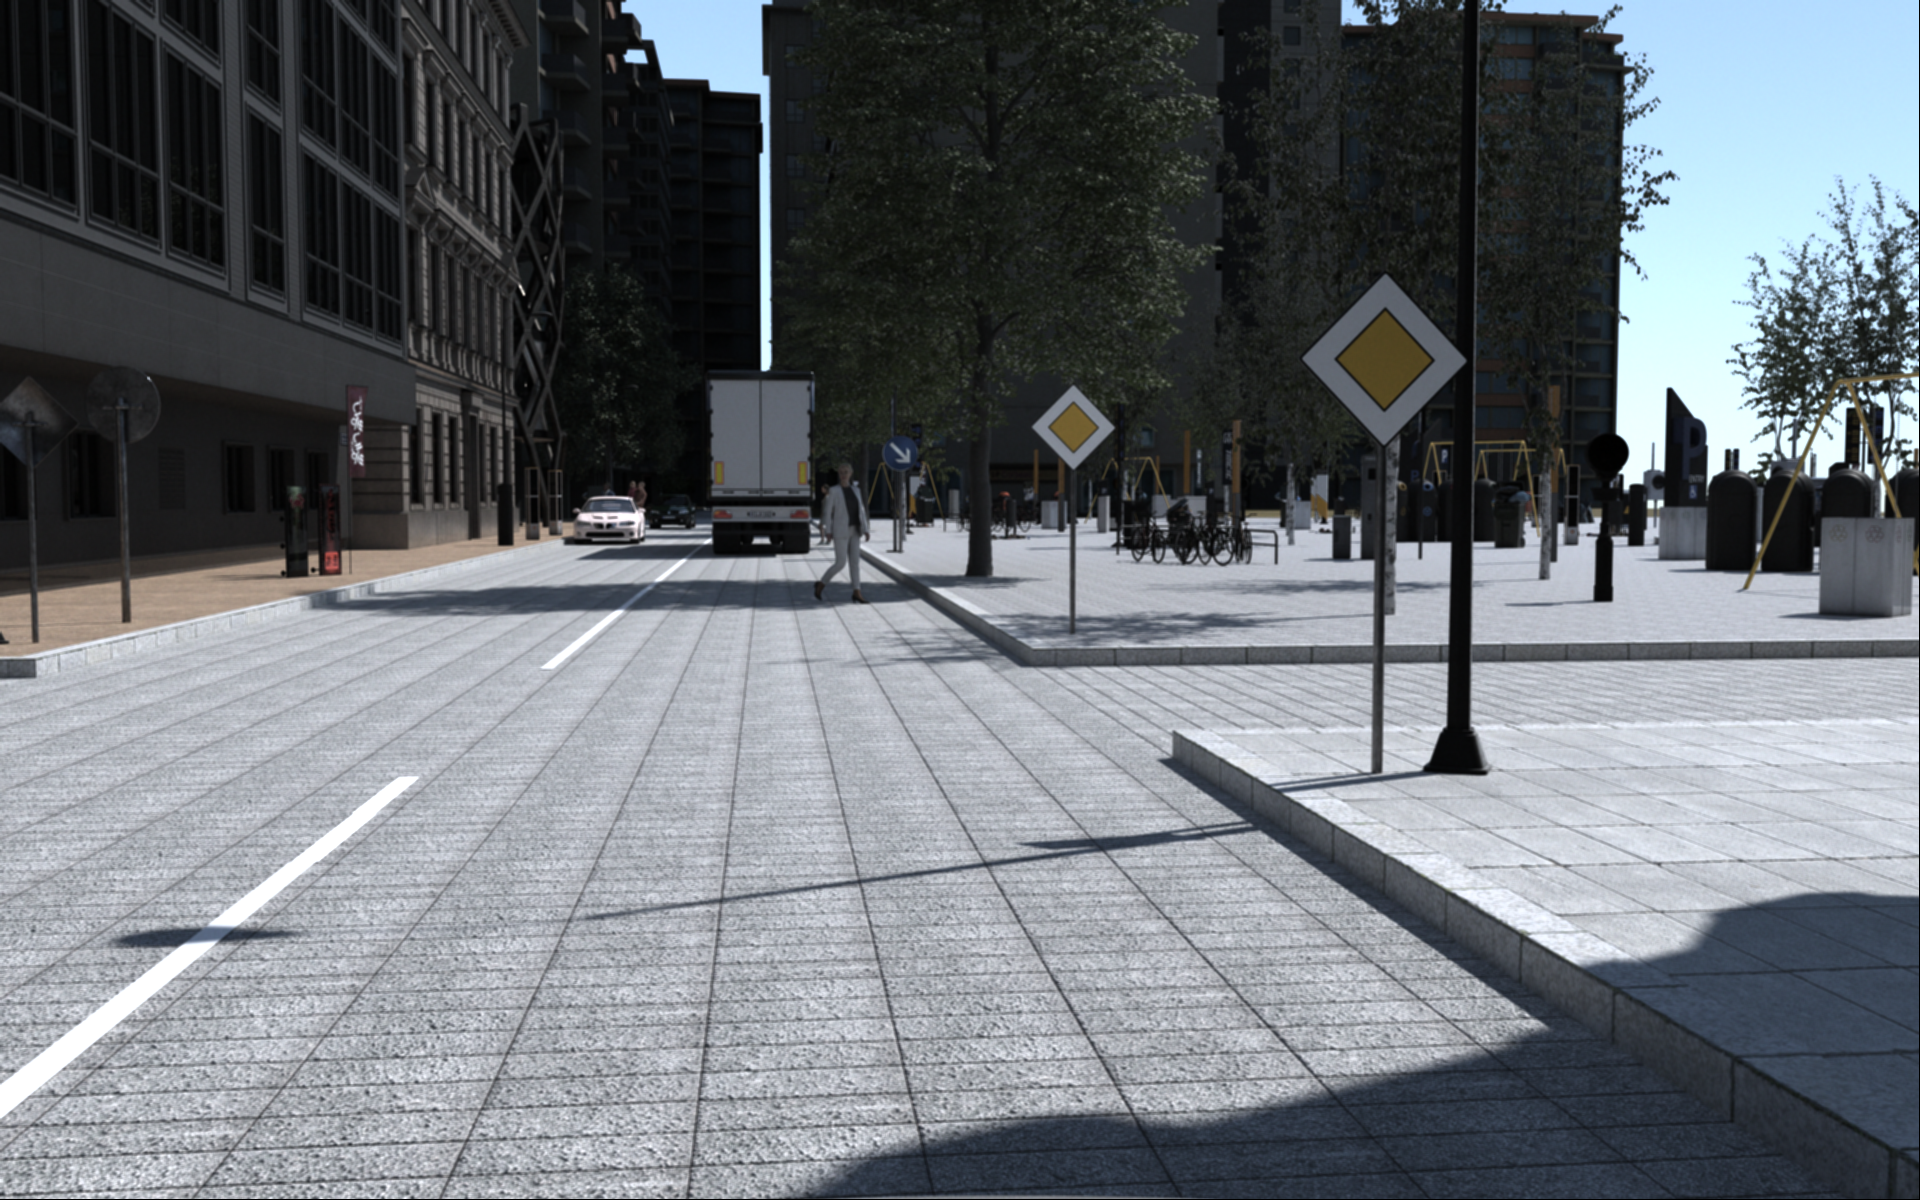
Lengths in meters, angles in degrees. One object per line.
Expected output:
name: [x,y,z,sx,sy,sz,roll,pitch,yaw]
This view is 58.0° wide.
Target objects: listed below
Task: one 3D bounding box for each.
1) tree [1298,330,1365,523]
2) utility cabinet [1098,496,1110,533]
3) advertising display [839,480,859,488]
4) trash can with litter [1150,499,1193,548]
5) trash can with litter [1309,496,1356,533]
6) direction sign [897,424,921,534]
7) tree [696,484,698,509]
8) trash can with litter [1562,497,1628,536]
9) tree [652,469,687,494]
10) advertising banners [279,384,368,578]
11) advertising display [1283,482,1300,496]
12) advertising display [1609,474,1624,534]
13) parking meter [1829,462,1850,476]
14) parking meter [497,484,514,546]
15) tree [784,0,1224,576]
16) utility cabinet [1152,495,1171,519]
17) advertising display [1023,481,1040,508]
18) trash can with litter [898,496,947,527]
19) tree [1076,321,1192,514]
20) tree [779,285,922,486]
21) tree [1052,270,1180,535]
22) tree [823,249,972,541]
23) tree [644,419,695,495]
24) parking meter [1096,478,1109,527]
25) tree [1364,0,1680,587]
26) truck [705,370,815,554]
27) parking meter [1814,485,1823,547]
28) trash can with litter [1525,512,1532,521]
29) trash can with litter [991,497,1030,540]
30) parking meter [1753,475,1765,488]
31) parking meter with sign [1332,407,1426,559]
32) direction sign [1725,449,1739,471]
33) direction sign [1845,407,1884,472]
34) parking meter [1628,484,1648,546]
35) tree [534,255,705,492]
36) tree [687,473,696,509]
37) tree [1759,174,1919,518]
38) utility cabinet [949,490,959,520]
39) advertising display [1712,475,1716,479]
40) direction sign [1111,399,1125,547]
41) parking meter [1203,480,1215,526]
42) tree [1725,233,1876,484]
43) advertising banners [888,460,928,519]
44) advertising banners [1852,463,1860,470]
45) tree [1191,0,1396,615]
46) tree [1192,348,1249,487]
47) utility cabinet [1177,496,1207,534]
tree: [16.092,-7.730,76.748,4.737,8.622,4.395,0,3,0]
utility cabinet: [4.751,-2.822,57.299,0.306,1.237,1.020,1,4,11]
advertising display: [-5.128,-4.603,80.467,0.974,1.923,0.123,1,4,13]
trash can with litter: [5.006,-1.842,41.509,1.055,1.170,0.624,0,4,-4]
trash can with litter: [12.433,-2.833,57.385,1.678,1.210,2.233,-1,4,-22]
direction sign: [-1.673,-3.898,55.729,0.876,3.537,0.379,-1,4,-16]
tree: [-23.893,-9.738,153.817,1.663,3.219,1.824,0,3,0]
trash can with litter: [19.543,-2.558,52.882,2.233,1.210,1.678,1,4,12]
tree: [-20.471,-7.729,120.978,1.663,3.219,1.824,0,3,0]
advertising banners: [-9.944,-1.897,27.211,0.090,3.025,2.074,1,4,19]
advertising display: [17.557,-5.299,91.849,0.123,1.923,0.974,-3,5,-45]
advertising display: [21.031,-3.078,55.532,0.123,1.923,0.974,0,4,2]
parking meter: [16.201,-1.606,31.965,0.255,1.863,0.399,0,4,8]
parking meter: [-11.314,-2.122,43.099,0.372,1.533,0.369,0,3,0]
tree: [0.622,-6.665,27.105,7.486,12.596,7.792,0,3,0]
utility cabinet: [10.544,-4.867,90.743,1.020,1.237,0.306,-2,4,-31]
advertising display: [3.530,-4.925,85.734,0.974,1.923,0.123,3,5,42]
trash can with litter: [-1.651,-3.479,67.934,1.678,1.210,2.233,-2,4,-32]
tree: [6.655,-7.250,68.896,4.737,8.622,4.395,0,3,0]
tree: [-4.865,-8.470,72.896,7.601,10.594,8.767,-1,4,-20]
tree: [5.108,-6.354,54.244,4.360,8.622,3.978,0,3,0]
tree: [-1.549,-5.906,46.933,4.737,8.622,4.395,0,3,0]
tree: [-21.629,-10.742,125.995,4.737,8.622,4.395,0,3,0]
parking meter: [5.319,-3.604,64.639,0.399,1.863,0.255,-1,4,-18]
tree: [8.558,-4.614,25.797,4.360,8.622,3.978,0,3,0]
truck: [-5.163,-3.429,44.974,2.839,4.237,11.283,0,4,-6]
parking meter: [20.937,-2.056,42.031,0.372,1.533,0.369,0,3,0]
trash can with litter: [27.297,-4.431,83.509,2.233,1.210,1.678,-2,4,-32]
trash can with litter: [1.189,-2.348,49.442,1.678,1.210,2.233,2,4,27]
parking meter: [24.494,-2.909,53.268,0.399,1.863,0.255,0,4,7]
parking meter with sign: [8.242,-2.316,34.130,1.738,3.016,0.543,1,4,11]
direction sign: [38.614,-5.793,86.710,0.379,3.537,0.876,-1,4,-22]
direction sign: [23.582,-3.256,45.231,0.876,3.537,0.379,2,4,27]
parking meter: [16.726,-2.104,42.810,0.372,1.533,0.369,0,3,0]
tree: [-17.033,-10.189,83.591,9.611,12.733,9.660,0,3,0]
tree: [-21.808,-8.569,134.712,1.663,3.219,1.824,0,3,0]
tree: [20.641,-5.427,39.094,4.360,8.622,3.978,0,3,0]
utility cabinet: [-0.284,-4.685,85.283,0.318,1.500,1.173,-1,4,-11]
advertising display: [26.405,-3.329,59.639,0.974,1.923,0.123,0,4,5]
direction sign: [3.833,-3.042,41.732,0.379,3.537,0.876,-1,4,-9]
parking meter: [10.073,-3.935,70.050,0.399,1.863,0.255,-2,4,-26]
tree: [24.117,-6.096,50.037,4.737,8.622,4.395,0,3,0]
advertising banners: [-2.627,-5.637,88.359,2.074,3.025,0.090,-1,4,-15]
advertising banners: [49.324,-6.153,96.794,2.074,3.025,0.090,0,4,-7]
tree: [4.562,-4.165,18.463,4.360,8.622,3.978,0,3,0]
tree: [12.406,-8.327,86.510,4.737,8.622,4.395,0,3,0]
utility cabinet: [6.467,-2.277,48.383,0.306,1.237,1.020,3,5,42]
